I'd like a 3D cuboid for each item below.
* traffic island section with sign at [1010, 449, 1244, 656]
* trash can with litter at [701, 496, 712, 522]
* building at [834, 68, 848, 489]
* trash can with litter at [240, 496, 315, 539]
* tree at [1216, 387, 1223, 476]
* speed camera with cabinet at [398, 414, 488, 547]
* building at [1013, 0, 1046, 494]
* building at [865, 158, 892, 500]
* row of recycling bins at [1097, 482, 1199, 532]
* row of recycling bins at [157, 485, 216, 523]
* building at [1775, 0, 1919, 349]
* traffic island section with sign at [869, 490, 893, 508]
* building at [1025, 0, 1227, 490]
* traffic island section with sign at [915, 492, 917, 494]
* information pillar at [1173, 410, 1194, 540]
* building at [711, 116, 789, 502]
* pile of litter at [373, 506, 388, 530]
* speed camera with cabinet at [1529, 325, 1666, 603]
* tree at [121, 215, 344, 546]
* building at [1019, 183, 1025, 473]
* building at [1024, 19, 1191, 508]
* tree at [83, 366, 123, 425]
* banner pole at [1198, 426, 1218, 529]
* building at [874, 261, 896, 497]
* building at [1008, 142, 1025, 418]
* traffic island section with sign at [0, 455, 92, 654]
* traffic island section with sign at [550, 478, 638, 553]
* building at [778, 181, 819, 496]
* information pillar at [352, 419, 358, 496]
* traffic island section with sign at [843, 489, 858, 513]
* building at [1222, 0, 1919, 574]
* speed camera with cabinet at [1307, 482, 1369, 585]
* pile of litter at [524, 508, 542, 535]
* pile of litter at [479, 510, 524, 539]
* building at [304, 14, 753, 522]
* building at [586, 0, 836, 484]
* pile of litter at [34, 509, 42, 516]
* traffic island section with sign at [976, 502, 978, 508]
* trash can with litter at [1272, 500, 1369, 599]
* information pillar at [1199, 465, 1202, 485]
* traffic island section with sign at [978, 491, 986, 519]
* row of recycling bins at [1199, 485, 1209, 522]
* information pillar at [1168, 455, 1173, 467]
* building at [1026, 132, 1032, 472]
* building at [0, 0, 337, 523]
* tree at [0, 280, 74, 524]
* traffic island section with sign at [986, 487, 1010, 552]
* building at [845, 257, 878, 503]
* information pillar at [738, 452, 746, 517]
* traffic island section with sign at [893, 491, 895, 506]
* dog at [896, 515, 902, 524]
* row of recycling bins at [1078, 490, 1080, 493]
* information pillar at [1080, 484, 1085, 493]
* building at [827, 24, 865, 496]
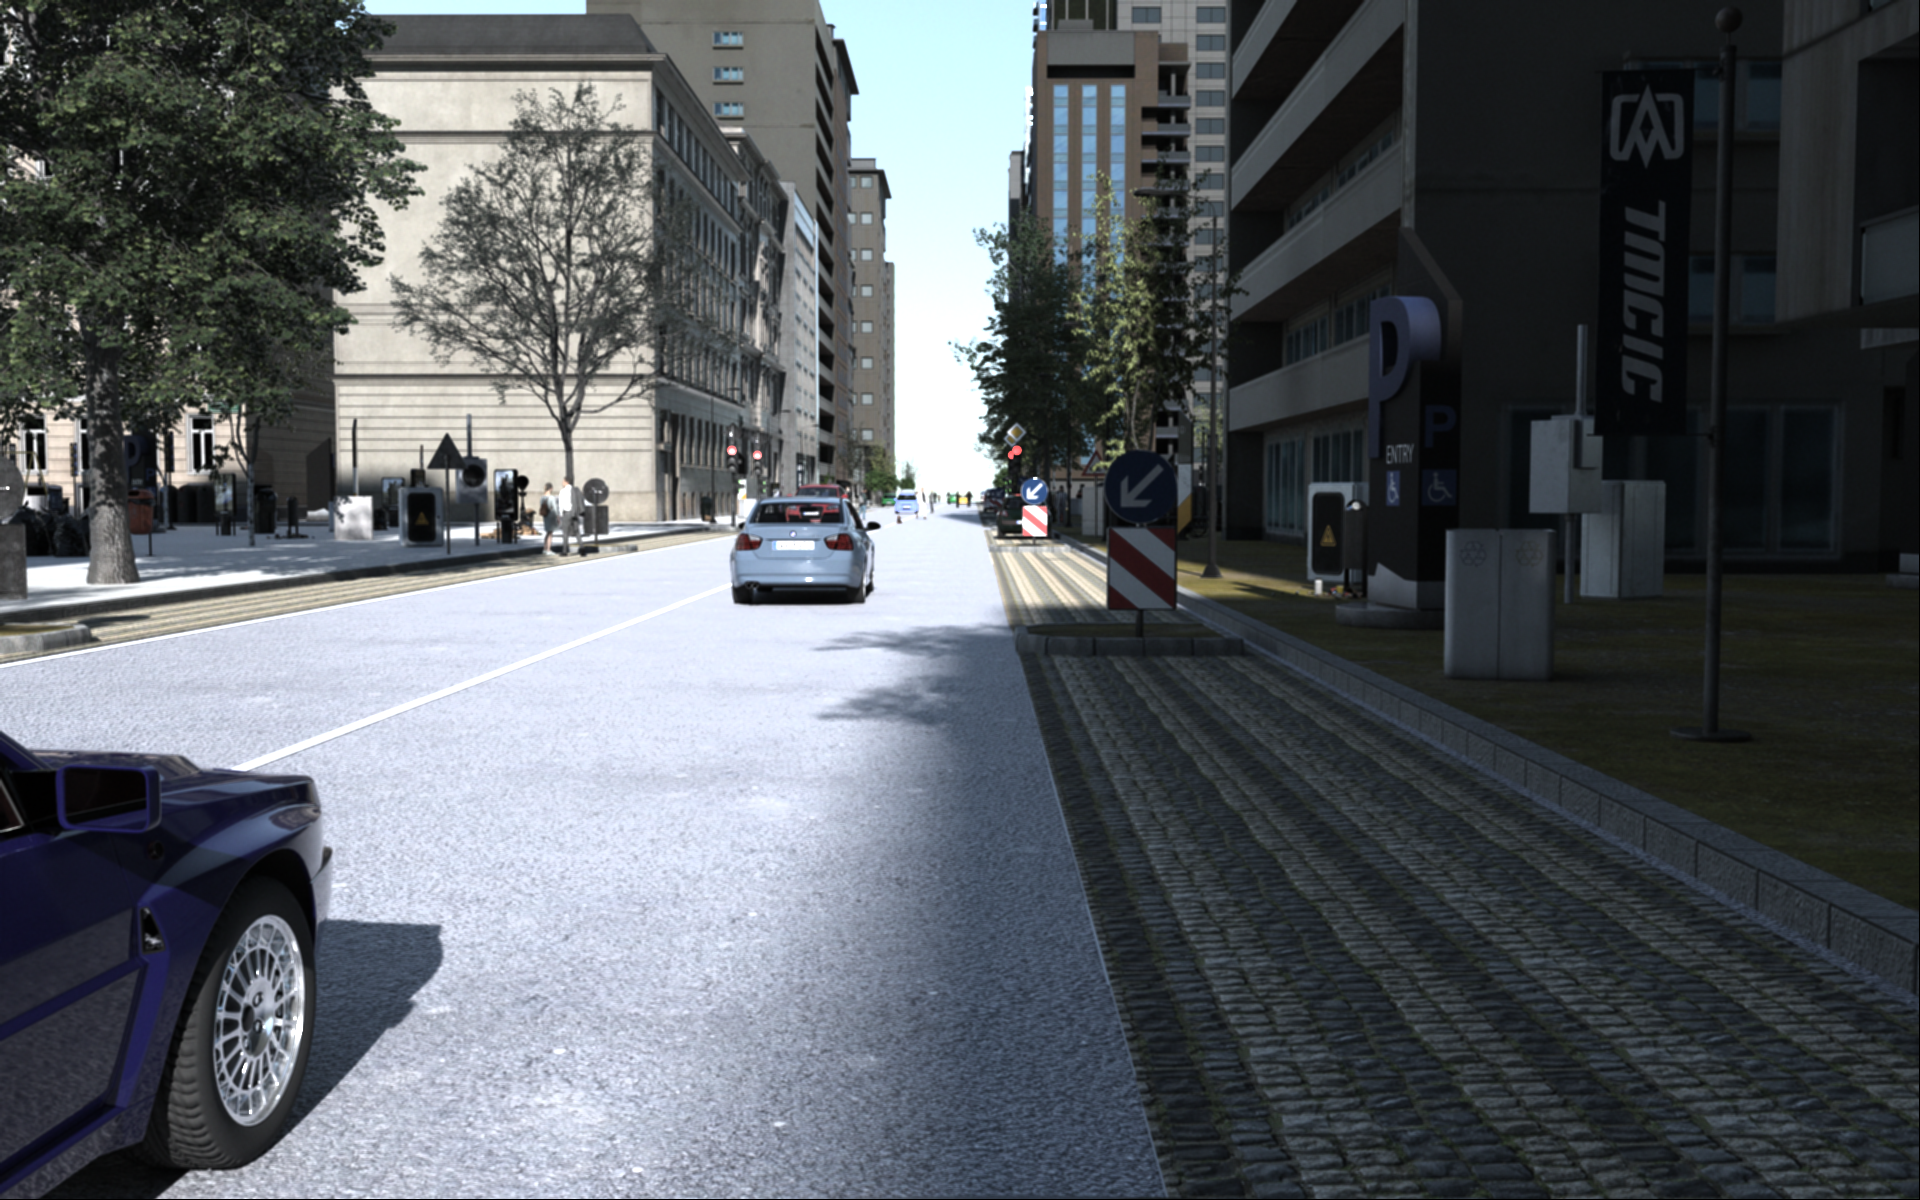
[{"bbox_3d":[1.509,-0.461,16.171,1.989,1.847,2.006,0,4,0],"label":"traffic island section with sign"},{"bbox_3d":[-11.777,-4.263,81.083,0.624,1.170,1.055,-1,4,-19],"label":"trash can with litter"},{"bbox_3d":[-19.088,-32.383,179.572,14.600,45.320,14.200,0,4,0],"label":"building"},{"bbox_3d":[-19.547,-2.386,50.071,1.678,1.210,2.233,0,4,2],"label":"trash can with litter"},{"bbox_3d":[16.892,-9.304,102.480,4.360,8.622,3.978,0,3,0],"label":"tree"},{"bbox_3d":[-12.675,-2.943,42.449,2.038,3.252,0.660,-2,4,-26],"label":"speed camera with cabinet"},{"bbox_3d":[18.788,-58.207,264.348,22.319,86.520,31.000,0,4,0],"label":"building"},{"bbox_3d":[-25.614,-41.907,274.411,28.713,52.752,27.495,0,4,0],"label":"building"},{"bbox_3d":[6.189,-3.171,58.951,3.534,1.692,1.069,1,4,23],"label":"row of recycling bins"},{"bbox_3d":[-34.483,-4.232,76.303,3.534,1.692,1.069,0,4,6],"label":"row of recycling bins"},{"bbox_3d":[14.066,-20.036,11.189,14.154,41.232,14.086,0,4,0],"label":"building"},{"bbox_3d":[-8.086,-10.138,174.389,1.989,1.847,2.006,0,4,0],"label":"traffic island section with sign"},{"bbox_3d":[17.404,-45.490,182.009,20.563,71.187,20.611,0,4,0],"label":"building"},{"bbox_3d":[-7.224,-16.920,285.273,1.989,1.847,2.006,0,4,0],"label":"traffic island section with sign"},{"bbox_3d":[6.233,-3.462,47.962,0.504,3.616,0.183,3,5,45],"label":"information pillar"},{"bbox_3d":[-19.829,-20.285,119.052,14.401,28.519,23.554,0,4,0],"label":"building"},{"bbox_3d":[-20.989,-2.929,61.849,1.176,0.858,1.719,0,4,-4],"label":"pile of litter"},{"bbox_3d":[7.712,-1.624,20.892,2.038,3.252,0.660,-3,4,-37],"label":"speed camera with cabinet"},{"bbox_3d":[-17.523,-5.656,42.836,4.360,8.622,3.978,0,3,0],"label":"tree"},{"bbox_3d":[15.343,-36.263,243.009,14.600,45.320,14.200,0,4,0],"label":"building"},{"bbox_3d":[13.965,-31.519,165.452,14.600,45.320,14.200,0,4,0],"label":"building"},{"bbox_3d":[-30.239,-7.024,65.207,4.360,8.622,3.978,0,3,0],"label":"tree"},{"bbox_3d":[9.162,-4.519,63.909,0.863,3.779,0.401,3,4,38],"label":"banner pole"},{"bbox_3d":[-18.402,-37.490,296.561,14.154,41.232,14.086,0,4,0],"label":"building"},{"bbox_3d":[18.689,-46.079,295.385,21.231,58.520,28.212,0,4,0],"label":"building"},{"bbox_3d":[-9.310,-0.456,16.087,1.989,1.847,2.006,0,4,0],"label":"traffic island section with sign"},{"bbox_3d":[-9.103,-2.105,43.042,1.989,1.847,2.006,0,4,0],"label":"traffic island section with sign"},{"bbox_3d":[-18.397,-19.756,141.028,12.078,24.808,19.932,0,4,0],"label":"building"},{"bbox_3d":[-18.767,-3.818,53.787,0.183,3.616,0.504,-1,4,-12],"label":"information pillar"},{"bbox_3d":[-8.451,-7.164,125.761,1.989,1.847,2.006,0,4,0],"label":"traffic island section with sign"},{"bbox_3d":[17.938,-25.262,36.731,21.300,48.544,21.600,0,4,0],"label":"building"},{"bbox_3d":[5.803,-1.841,24.435,0.660,3.252,2.038,-2,4,-31],"label":"speed camera with cabinet"},{"bbox_3d":[-13.730,-2.463,54.232,1.176,0.858,1.719,-3,4,-39],"label":"pile of litter"},{"bbox_3d":[-13.326,-2.211,50.111,1.176,0.858,1.719,-1,4,-13],"label":"pile of litter"},{"bbox_3d":[-20.880,-15.823,91.987,16.112,22.955,30.059,0,4,0],"label":"building"},{"bbox_3d":[-23.103,-32.873,161.167,21.300,48.544,21.600,0,4,0],"label":"building"},{"bbox_3d":[-26.677,-2.185,49.686,1.719,0.858,1.176,-2,4,-35],"label":"pile of litter"},{"bbox_3d":[2.352,-7.147,125.482,1.989,1.847,2.006,0,4,0],"label":"traffic island section with sign"},{"bbox_3d":[4.953,-0.628,21.328,1.678,1.210,2.233,-1,4,-13],"label":"trash can with litter"},{"bbox_3d":[19.191,-8.943,137.578,0.183,3.616,0.504,-3,5,-39],"label":"information pillar"},{"bbox_3d":[2.146,-5.477,98.169,1.989,1.847,2.006,0,4,0],"label":"traffic island section with sign"},{"bbox_3d":[10.342,-4.358,78.366,1.069,1.692,3.534,2,4,25],"label":"row of recycling bins"},{"bbox_3d":[12.045,-6.564,98.676,0.183,3.616,0.504,-3,4,-39],"label":"information pillar"},{"bbox_3d":[19.264,-36.023,208.587,23.786,49.044,30.456,0,4,0],"label":"building"},{"bbox_3d":[-41.731,-18.202,83.502,20.117,28.700,13.634,0,4,0],"label":"building"},{"bbox_3d":[-30.564,-6.412,55.192,4.737,8.622,4.395,0,3,0],"label":"tree"},{"bbox_3d":[1.722,-2.110,43.125,1.989,1.847,2.006,0,4,0],"label":"traffic island section with sign"},{"bbox_3d":[-28.083,-34.059,248.749,32.217,40.220,23.993,0,4,0],"label":"building"},{"bbox_3d":[-11.968,-6.337,94.969,0.504,3.616,0.183,1,4,23],"label":"information pillar"},{"bbox_3d":[-7.871,-11.823,201.939,1.989,1.847,2.006,0,4,0],"label":"traffic island section with sign"},{"bbox_3d":[-3.028,-3.911,84.131,0.550,0.427,0.748,2,4,29],"label":"dog"},{"bbox_3d":[9.539,-7.627,131.814,1.069,1.692,3.534,1,4,12],"label":"row of recycling bins"},{"bbox_3d":[9.026,-7.543,127.824,0.304,2.012,0.304,0,4,-4],"label":"information pillar"},{"bbox_3d":[-26.644,-37.368,200.212,28.713,52.752,27.495,0,4,0],"label":"building"}]
